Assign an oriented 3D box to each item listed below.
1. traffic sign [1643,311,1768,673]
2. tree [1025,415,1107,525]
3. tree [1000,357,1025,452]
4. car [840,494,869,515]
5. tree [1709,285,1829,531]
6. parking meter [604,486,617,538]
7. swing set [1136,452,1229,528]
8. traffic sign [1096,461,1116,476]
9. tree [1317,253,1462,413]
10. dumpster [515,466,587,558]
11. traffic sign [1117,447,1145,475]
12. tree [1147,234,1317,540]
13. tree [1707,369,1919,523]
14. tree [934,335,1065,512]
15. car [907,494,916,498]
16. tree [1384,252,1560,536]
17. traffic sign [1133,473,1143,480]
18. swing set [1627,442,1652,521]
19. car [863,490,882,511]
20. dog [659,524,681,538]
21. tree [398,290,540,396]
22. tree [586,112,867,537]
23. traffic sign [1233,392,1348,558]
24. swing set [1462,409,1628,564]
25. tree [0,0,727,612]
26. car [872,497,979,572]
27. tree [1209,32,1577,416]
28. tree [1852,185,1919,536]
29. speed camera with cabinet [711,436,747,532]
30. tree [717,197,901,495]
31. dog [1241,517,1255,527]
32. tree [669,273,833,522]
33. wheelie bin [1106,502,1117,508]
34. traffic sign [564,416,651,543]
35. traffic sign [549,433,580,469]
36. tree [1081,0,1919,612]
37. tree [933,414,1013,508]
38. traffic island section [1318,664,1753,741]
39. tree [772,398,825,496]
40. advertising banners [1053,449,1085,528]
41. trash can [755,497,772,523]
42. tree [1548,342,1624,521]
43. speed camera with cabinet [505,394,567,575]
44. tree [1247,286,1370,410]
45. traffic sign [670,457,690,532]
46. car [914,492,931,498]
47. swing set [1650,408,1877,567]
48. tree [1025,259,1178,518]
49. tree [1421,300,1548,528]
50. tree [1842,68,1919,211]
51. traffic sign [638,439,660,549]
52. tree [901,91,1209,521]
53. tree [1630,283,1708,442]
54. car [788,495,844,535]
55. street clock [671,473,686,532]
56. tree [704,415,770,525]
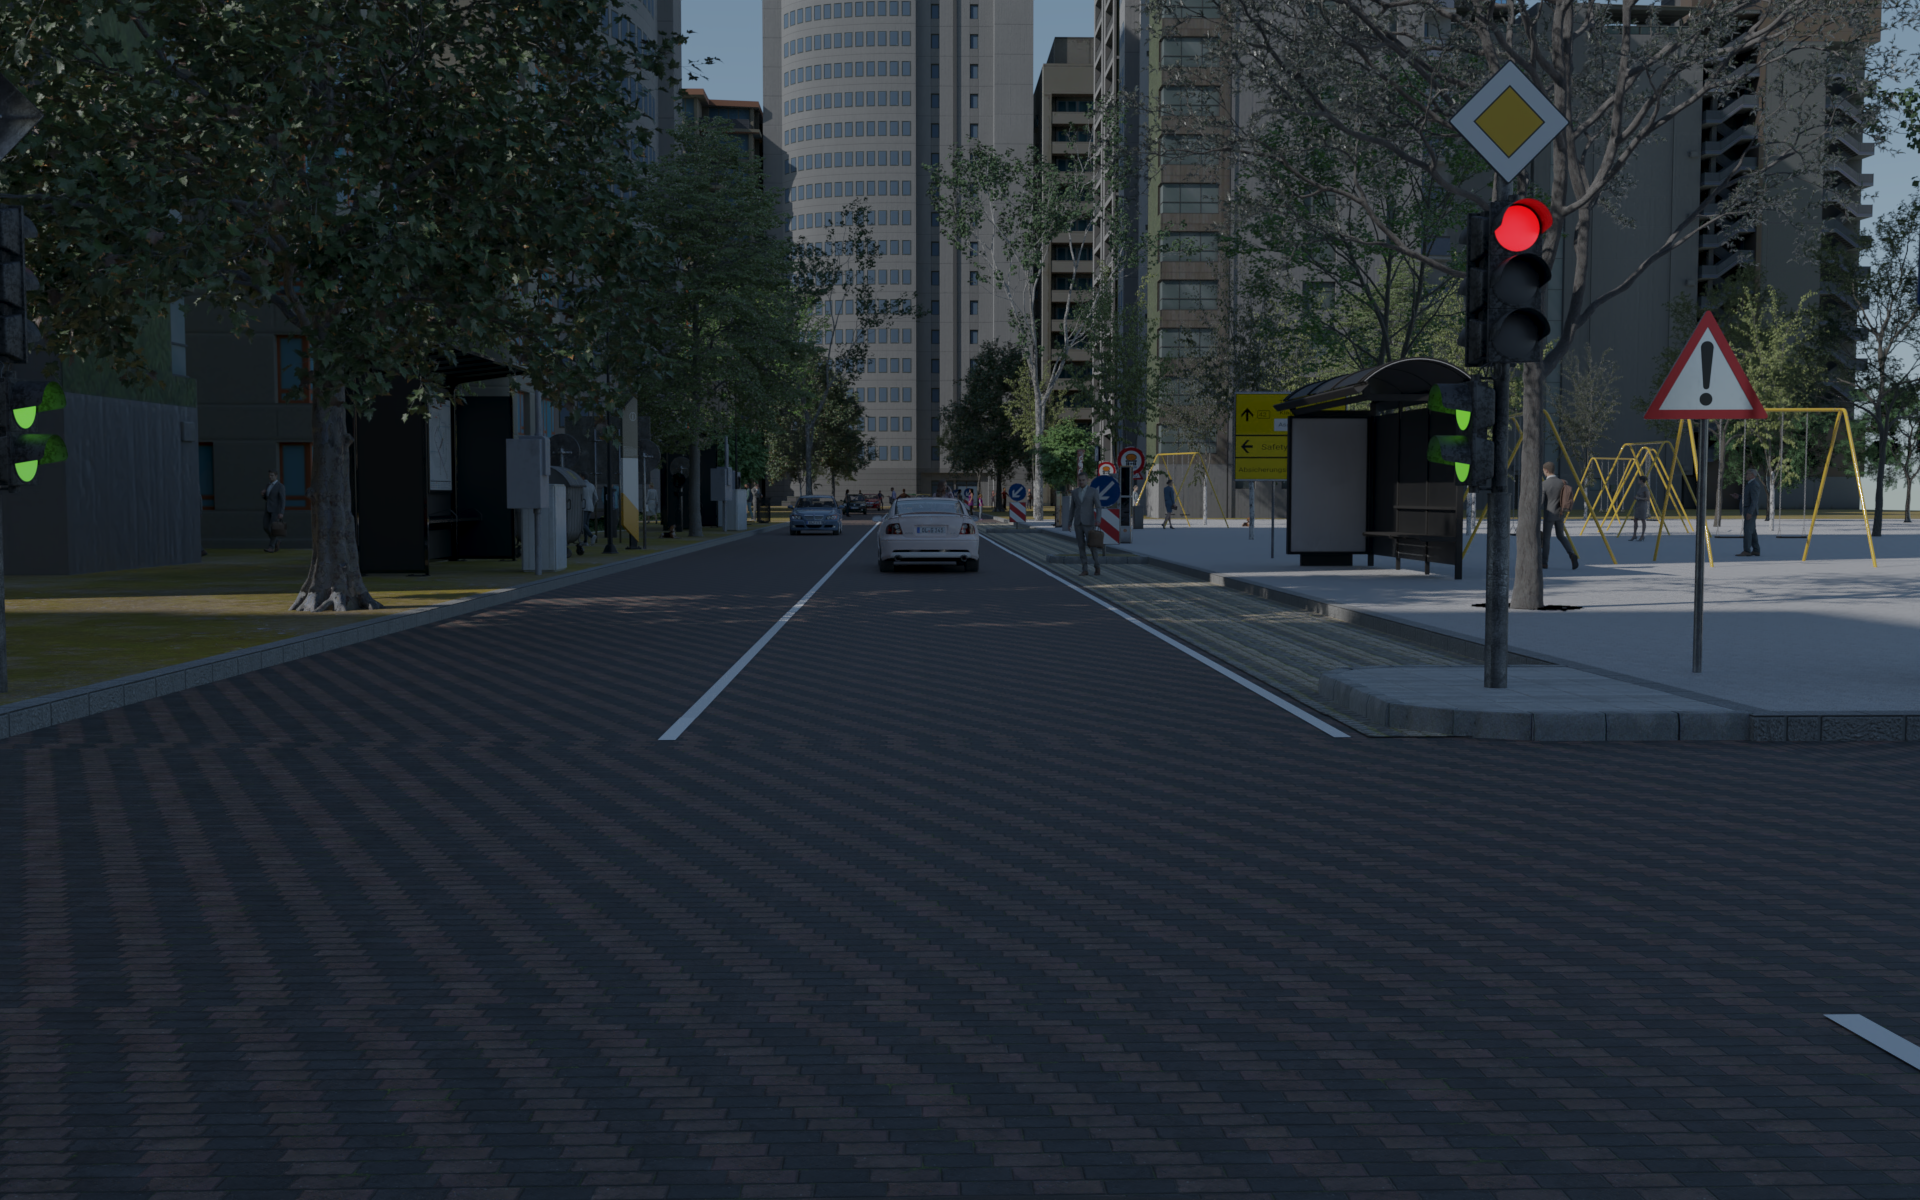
[{"bbox_3d":[5.300,-0.757,12.380,0.884,2.594,0.081,0,4,0],"label":"traffic sign"},{"bbox_3d":[4.401,-5.386,71.770,4.285,4.588,4.351,0,3,0],"label":"tree"},{"bbox_3d":[4.292,-8.769,93.742,4.737,8.622,4.395,0,3,0],"label":"tree"},{"bbox_3d":[-7.381,-6.809,121.111,2.009,1.686,4.222,0,4,-4],"label":"car"},{"bbox_3d":[28.097,-6.711,60.091,4.737,8.622,4.395,0,3,0],"label":"tree"},{"bbox_3d":[-10.278,-2.600,50.916,0.372,1.533,0.369,0,3,0],"label":"parking meter"},{"bbox_3d":[8.370,-4.189,66.113,2.862,2.851,3.119,-2,4,-23],"label":"swing set"},{"bbox_3d":[5.684,-4.116,67.409,0.768,2.556,0.104,0,4,0],"label":"traffic sign"},{"bbox_3d":[20.421,-10.002,81.667,7.486,12.596,7.792,0,3,0],"label":"tree"},{"bbox_3d":[-8.401,-1.808,35.323,1.264,1.857,1.865,0,4,-2],"label":"dumpster"},{"bbox_3d":[4.594,-2.842,46.572,0.768,2.556,0.104,0,4,1],"label":"traffic sign"},{"bbox_3d":[8.082,-5.995,48.380,4.360,8.622,3.978,0,3,0],"label":"tree"},{"bbox_3d":[45.377,-7.083,78.721,20.602,7.101,11.467,0,4,4],"label":"tree"},{"bbox_3d":[2.897,-12.733,125.195,9.611,12.733,9.660,0,3,0],"label":"tree"},{"bbox_3d":[-4.637,-9.075,157.180,1.959,1.807,4.718,0,4,-4],"label":"car"},{"bbox_3d":[15.942,-6.290,53.198,4.737,8.622,4.395,0,3,0],"label":"tree"},{"bbox_3d":[6.347,-3.921,64.105,0.884,2.594,0.081,0,4,6],"label":"traffic sign"},{"bbox_3d":[20.682,-3.350,52.400,2.862,2.851,3.119,0,4,-2],"label":"swing set"},{"bbox_3d":[-7.723,-8.545,148.751,2.155,1.783,4.494,0,4,-2],"label":"car"},{"bbox_3d":[-8.421,-1.986,50.213,0.550,0.427,0.748,-2,4,-25],"label":"dog"},{"bbox_3d":[-12.064,-5.524,40.676,4.737,8.622,4.395,0,3,0],"label":"tree"},{"bbox_3d":[-7.740,-8.173,51.762,7.486,12.596,7.792,0,3,0],"label":"tree"},{"bbox_3d":[6.561,-2.483,34.474,2.265,3.308,0.079,0,4,0],"label":"traffic sign"},{"bbox_3d":[10.726,-2.161,32.952,2.862,2.851,3.119,0,4,6],"label":"swing set"},{"bbox_3d":[-7.042,-6.231,18.890,9.611,12.733,9.660,0,3,0],"label":"tree"},{"bbox_3d":[-0.647,-1.281,33.303,2.083,1.381,4.827,0,4,-3],"label":"car"},{"bbox_3d":[9.654,-6.943,39.277,9.928,11.665,9.643,0,3,0],"label":"tree"},{"bbox_3d":[28.080,-7.196,52.061,7.601,10.594,8.767,0,4,2],"label":"tree"},{"bbox_3d":[-8.018,-4.017,60.021,0.660,3.252,2.038,1,4,14],"label":"speed camera with cabinet"},{"bbox_3d":[-8.587,-15.550,110.131,12.611,20.169,13.585,0,3,0],"label":"tree"},{"bbox_3d":[11.315,-3.071,67.951,0.550,0.427,0.748,1,4,14],"label":"dog"},{"bbox_3d":[-9.923,-9.389,79.266,9.928,11.665,9.643,0,3,0],"label":"tree"},{"bbox_3d":[5.298,-3.333,62.398,0.693,1.594,0.980,-2,4,-27],"label":"wheelie bin"},{"bbox_3d":[-9.204,-3.142,45.238,2.265,3.308,0.079,0,4,4],"label":"traffic sign"},{"bbox_3d":[-8.373,-2.222,36.439,0.768,2.556,0.104,0,4,0],"label":"traffic sign"},{"bbox_3d":[6.479,-6.649,19.082,12.009,13.543,11.850,0,3,0],"label":"tree"},{"bbox_3d":[1.998,-14.066,164.389,8.767,10.594,7.601,0,4,-3],"label":"tree"},{"bbox_3d":[3.578,0.659,11.501,2.009,0.180,2.903,0,4,-2],"label":"traffic island section"},{"bbox_3d":[-11.102,-10.398,120.371,4.360,8.622,3.978,0,3,0],"label":"tree"},{"bbox_3d":[4.223,-4.316,66.753,0.090,3.025,2.074,3,5,39],"label":"advertising banners"},{"bbox_3d":[-8.614,-3.934,75.978,0.748,1.137,0.748,0,3,0],"label":"trash can"},{"bbox_3d":[29.944,-8.129,83.272,4.360,8.622,3.978,0,3,0],"label":"tree"},{"bbox_3d":[-6.914,-2.075,28.262,0.660,3.252,2.038,0,4,-2],"label":"speed camera with cabinet"},{"bbox_3d":[11.867,-6.758,60.854,4.737,8.622,4.395,0,3,0],"label":"tree"},{"bbox_3d":[-9.532,-3.616,59.224,0.768,2.556,0.104,0,4,1],"label":"traffic sign"},{"bbox_3d":[-3.064,-8.114,142.888,2.015,1.641,3.980,0,4,-3],"label":"car"},{"bbox_3d":[14.798,-2.084,31.687,3.119,2.851,2.862,0,4,2],"label":"swing set"},{"bbox_3d":[4.962,-6.336,53.960,4.737,8.622,4.395,0,3,0],"label":"tree"},{"bbox_3d":[19.215,-6.996,64.739,4.360,8.622,3.978,0,3,0],"label":"tree"},{"bbox_3d":[25.966,-11.089,37.196,12.611,20.169,13.585,0,3,0],"label":"tree"},{"bbox_3d":[-7.373,-2.466,40.427,0.768,2.556,0.104,0,4,1],"label":"traffic sign"},{"bbox_3d":[4.906,-13.782,81.222,12.611,20.169,13.585,0,3,0],"label":"tree"},{"bbox_3d":[29.999,-8.139,67.479,7.601,10.594,8.767,0,4,8],"label":"tree"},{"bbox_3d":[-5.118,-3.046,61.799,2.014,1.417,4.499,0,4,-2],"label":"car"},{"bbox_3d":[-9.502,-3.297,58.478,0.471,2.002,0.358,-1,4,-14],"label":"street clock"},{"bbox_3d":[-9.418,-5.417,72.277,4.285,4.588,4.351,0,3,0],"label":"tree"}]
